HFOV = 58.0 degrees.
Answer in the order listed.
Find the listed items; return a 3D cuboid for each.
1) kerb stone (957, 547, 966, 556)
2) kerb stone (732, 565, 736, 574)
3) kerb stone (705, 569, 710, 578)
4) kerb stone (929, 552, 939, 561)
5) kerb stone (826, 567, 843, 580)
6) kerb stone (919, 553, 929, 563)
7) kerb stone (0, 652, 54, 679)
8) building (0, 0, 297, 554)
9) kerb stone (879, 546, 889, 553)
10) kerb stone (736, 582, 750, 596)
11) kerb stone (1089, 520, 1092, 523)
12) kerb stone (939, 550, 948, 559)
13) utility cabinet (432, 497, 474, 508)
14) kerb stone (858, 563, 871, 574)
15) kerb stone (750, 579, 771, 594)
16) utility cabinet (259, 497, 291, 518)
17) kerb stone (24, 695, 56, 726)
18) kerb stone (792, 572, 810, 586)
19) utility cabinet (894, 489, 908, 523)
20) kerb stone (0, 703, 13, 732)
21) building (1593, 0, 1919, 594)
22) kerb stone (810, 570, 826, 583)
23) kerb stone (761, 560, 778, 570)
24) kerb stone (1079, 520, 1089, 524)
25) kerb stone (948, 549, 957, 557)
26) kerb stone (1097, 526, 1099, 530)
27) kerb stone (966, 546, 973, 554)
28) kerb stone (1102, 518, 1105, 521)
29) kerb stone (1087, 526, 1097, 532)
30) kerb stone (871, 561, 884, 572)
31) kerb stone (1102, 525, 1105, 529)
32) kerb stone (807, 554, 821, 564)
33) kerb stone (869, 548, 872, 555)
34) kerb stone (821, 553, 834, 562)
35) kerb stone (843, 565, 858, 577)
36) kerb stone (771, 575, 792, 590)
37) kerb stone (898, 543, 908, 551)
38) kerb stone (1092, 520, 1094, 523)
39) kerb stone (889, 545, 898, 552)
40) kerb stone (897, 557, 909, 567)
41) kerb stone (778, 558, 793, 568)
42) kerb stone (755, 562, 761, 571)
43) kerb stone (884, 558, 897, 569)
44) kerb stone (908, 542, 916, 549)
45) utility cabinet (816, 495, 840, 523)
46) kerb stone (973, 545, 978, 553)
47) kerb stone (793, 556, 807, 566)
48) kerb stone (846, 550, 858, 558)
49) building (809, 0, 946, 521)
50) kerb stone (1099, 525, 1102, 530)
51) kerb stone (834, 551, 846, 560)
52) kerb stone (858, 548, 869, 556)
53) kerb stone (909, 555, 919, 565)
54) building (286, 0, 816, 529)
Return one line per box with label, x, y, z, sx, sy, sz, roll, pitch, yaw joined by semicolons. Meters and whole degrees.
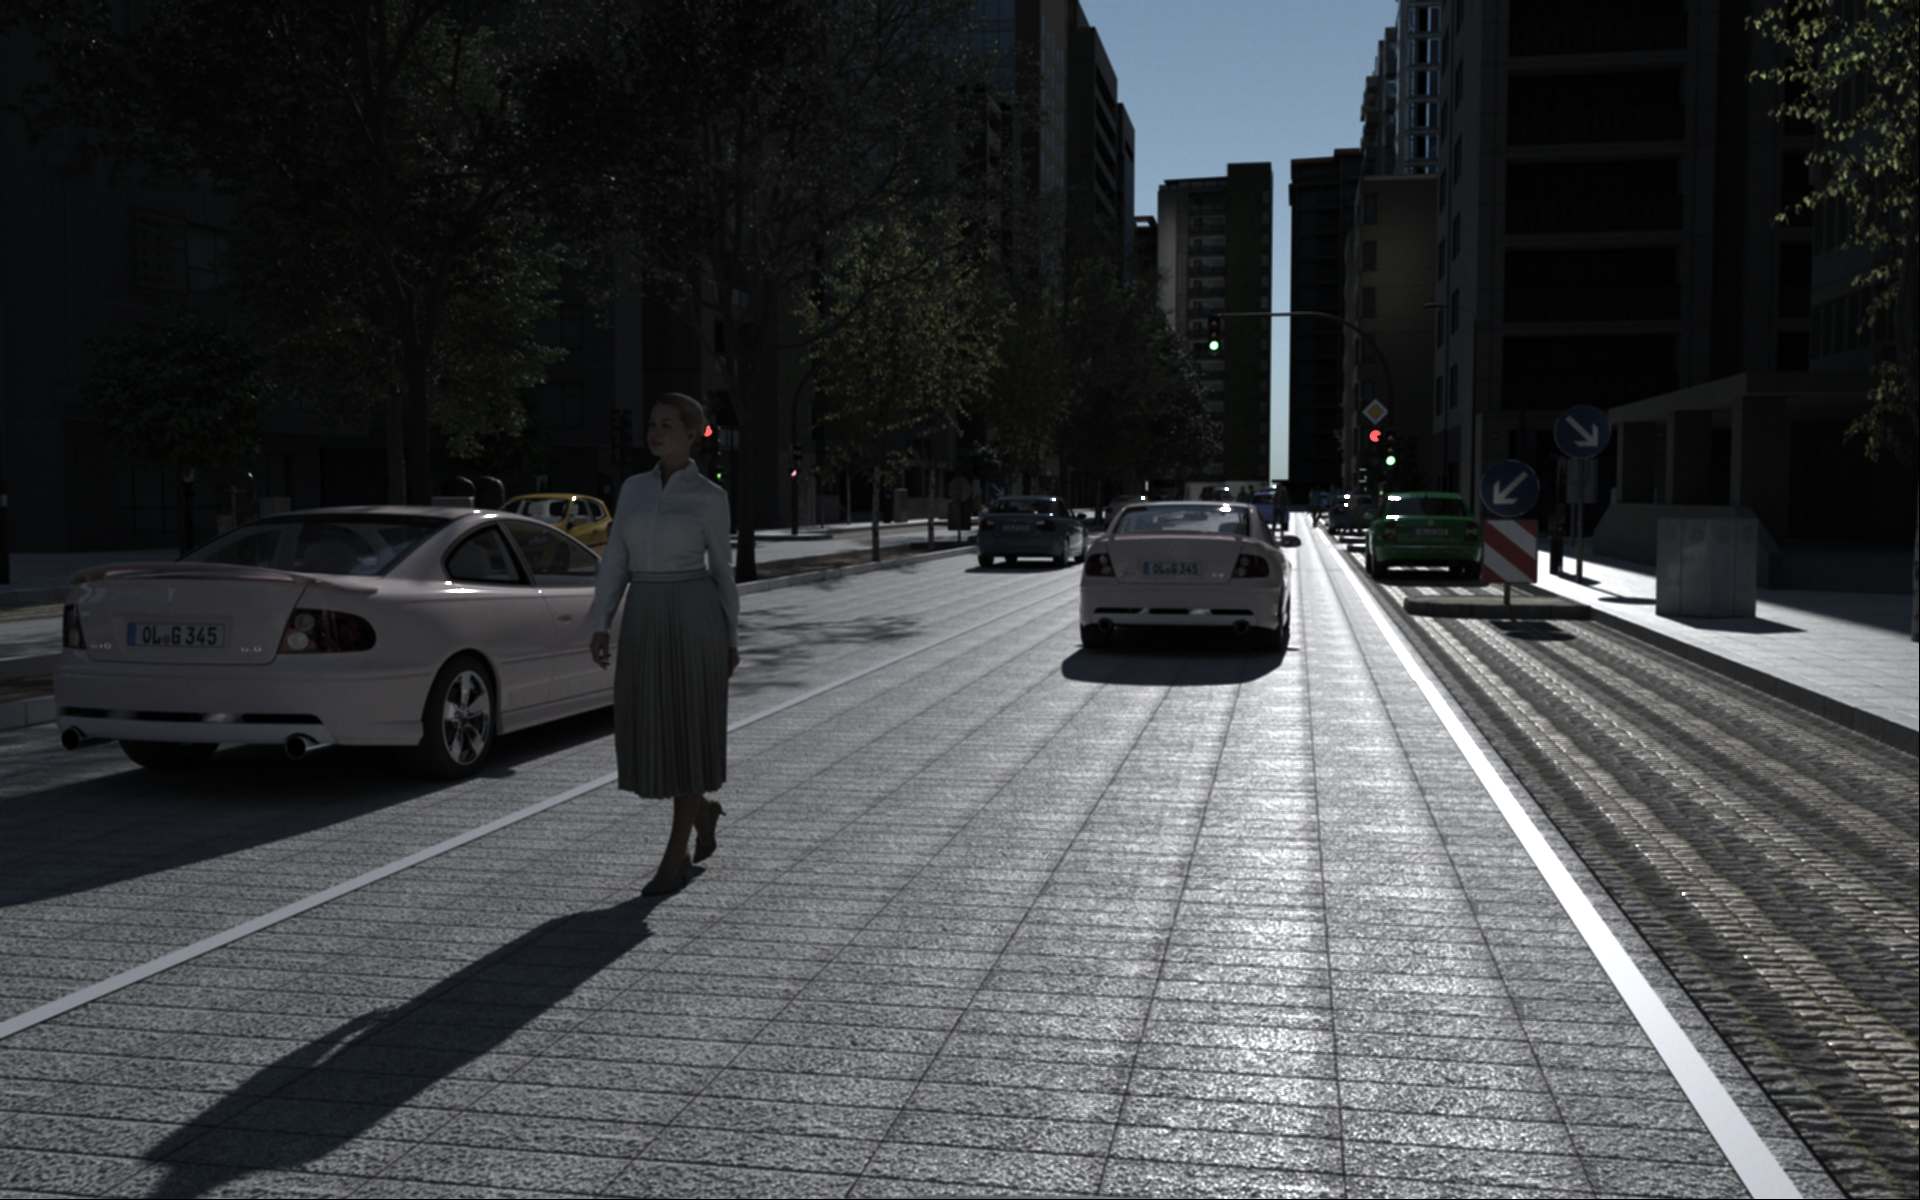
kerb stone;-0.082;-1.110;40.351;0.120;0.150;1.000;1;4;11
kerb stone;-4.086;-0.518;30.697;0.120;0.150;1.000;1;4;11
kerb stone;-4.282;-0.458;29.686;0.120;0.150;1.000;1;4;11
kerb stone;-0.658;-0.926;37.339;0.120;0.150;1.000;1;4;11
kerb stone;-2.217;-0.430;29.296;0.120;0.150;1.000;1;4;11
kerb stone;-0.858;-0.865;36.335;0.120;0.150;1.000;1;4;11
kerb stone;-7.383;0.527;13.571;0.120;0.150;1.000;1;4;11
building;-23.853;-22.038;43.916;14.086;41.232;14.154;1;4;11
kerb stone;-1.947;-1.197;41.760;0.120;0.150;1.000;1;4;11
kerb stone;-3.188;-0.127;24.268;0.120;0.150;1.000;1;4;11
kerb stone;6.121;-3.755;83.583;0.120;0.150;1.000;1;4;11
kerb stone;-0.470;-0.988;38.344;0.120;0.150;1.000;1;4;11
utility cabinet;-10.939;-1.585;37.070;1.020;1.237;0.306;0;4;4
kerb stone;-1.829;-0.558;31.312;0.120;0.150;1.000;1;4;11
kerb stone;-2.994;-0.188;25.273;0.120;0.150;1.000;1;4;11
utility cabinet;-13.680;-1.434;34.610;0.306;1.237;1.020;0;4;-3
kerb stone;-5.711;0.674;11.173;0.120;0.150;1.000;1;4;11
kerb stone;-2.599;-0.311;27.281;0.120;0.150;1.000;1;4;11
utility cabinet;-2.623;-4.192;77.214;0.318;1.500;1.173;1;4;16
kerb stone;-5.899;0.736;10.163;0.120;0.150;1.000;1;4;11
building;27.963;-20.421;25.758;32.217;40.220;23.993;1;4;11
kerb stone;-2.421;-0.373;28.288;0.120;0.150;1.000;1;4;11
kerb stone;-3.695;-0.643;32.715;0.120;0.150;1.000;1;4;11
kerb stone;5.925;-3.693;82.569;0.120;0.150;1.000;1;4;11
kerb stone;-0.280;-1.046;39.348;0.120;0.150;1.000;1;4;11
kerb stone;5.261;-2.802;68.078;0.120;0.150;1.000;1;4;11
kerb stone;0.108;-1.172;41.355;0.120;0.150;1.000;1;4;11
kerb stone;7.862;-4.309;92.643;0.120;0.150;1.000;1;4;11
kerb stone;5.075;-2.745;67.073;0.120;0.150;1.000;1;4;11
kerb stone;-1.637;-0.619;32.316;0.120;0.150;1.000;1;4;11
kerb stone;5.653;-2.929;70.091;0.120;0.150;1.000;1;4;11
kerb stone;-3.114;-0.828;35.735;0.120;0.150;1.000;1;4;11
kerb stone;-2.137;-1.133;40.756;0.120;0.150;1.000;1;4;11
kerb stone;-2.921;-0.890;36.739;0.120;0.150;1.000;1;4;11
kerb stone;-2.012;-0.496;30.304;0.120;0.150;1.000;1;4;11
kerb stone;-2.795;-0.248;26.276;0.120;0.150;1.000;1;4;11
kerb stone;-1.555;-1.317;43.773;0.120;0.150;1.000;1;4;11
kerb stone;6.307;-3.815;84.590;0.120;0.150;1.000;1;4;11
kerb stone;-1.757;-1.258;42.764;0.120;0.150;1.000;1;4;11
kerb stone;-1.236;-0.742;34.320;0.120;0.150;1.000;1;4;11
kerb stone;-3.504;-0.704;33.719;0.120;0.150;1.000;1;4;11
kerb stone;-3.893;-0.578;31.706;0.120;0.150;1.000;1;4;11
kerb stone;-1.434;-0.669;33.318;0.120;0.150;1.000;1;4;11
kerb stone;-1.364;-1.381;44.777;0.120;0.150;1.000;1;4;11
utility cabinet;-5.885;-4.031;77.067;1.020;1.237;0.306;-2;4;-24
kerb stone;0.304;-1.232;42.358;0.120;0.150;1.000;1;4;11
kerb stone;-3.308;-0.761;34.731;0.120;0.150;1.000;1;4;11
kerb stone;-2.530;-1.009;38.750;0.120;0.150;1.000;1;4;11
building;-17.615;-24.405;90.905;32.217;40.220;23.993;1;4;11
kerb stone;5.458;-2.865;69.081;0.120;0.150;1.000;1;4;11
kerb stone;-2.727;-0.951;37.747;0.120;0.150;1.000;1;4;11
kerb stone;-2.334;-1.074;39.753;0.120;0.150;1.000;1;4;11
kerb stone;-1.052;-0.797;35.326;0.120;0.150;1.000;1;4;11
building;-13.949;-23.186;62.686;14.154;41.232;14.086;1;4;11
